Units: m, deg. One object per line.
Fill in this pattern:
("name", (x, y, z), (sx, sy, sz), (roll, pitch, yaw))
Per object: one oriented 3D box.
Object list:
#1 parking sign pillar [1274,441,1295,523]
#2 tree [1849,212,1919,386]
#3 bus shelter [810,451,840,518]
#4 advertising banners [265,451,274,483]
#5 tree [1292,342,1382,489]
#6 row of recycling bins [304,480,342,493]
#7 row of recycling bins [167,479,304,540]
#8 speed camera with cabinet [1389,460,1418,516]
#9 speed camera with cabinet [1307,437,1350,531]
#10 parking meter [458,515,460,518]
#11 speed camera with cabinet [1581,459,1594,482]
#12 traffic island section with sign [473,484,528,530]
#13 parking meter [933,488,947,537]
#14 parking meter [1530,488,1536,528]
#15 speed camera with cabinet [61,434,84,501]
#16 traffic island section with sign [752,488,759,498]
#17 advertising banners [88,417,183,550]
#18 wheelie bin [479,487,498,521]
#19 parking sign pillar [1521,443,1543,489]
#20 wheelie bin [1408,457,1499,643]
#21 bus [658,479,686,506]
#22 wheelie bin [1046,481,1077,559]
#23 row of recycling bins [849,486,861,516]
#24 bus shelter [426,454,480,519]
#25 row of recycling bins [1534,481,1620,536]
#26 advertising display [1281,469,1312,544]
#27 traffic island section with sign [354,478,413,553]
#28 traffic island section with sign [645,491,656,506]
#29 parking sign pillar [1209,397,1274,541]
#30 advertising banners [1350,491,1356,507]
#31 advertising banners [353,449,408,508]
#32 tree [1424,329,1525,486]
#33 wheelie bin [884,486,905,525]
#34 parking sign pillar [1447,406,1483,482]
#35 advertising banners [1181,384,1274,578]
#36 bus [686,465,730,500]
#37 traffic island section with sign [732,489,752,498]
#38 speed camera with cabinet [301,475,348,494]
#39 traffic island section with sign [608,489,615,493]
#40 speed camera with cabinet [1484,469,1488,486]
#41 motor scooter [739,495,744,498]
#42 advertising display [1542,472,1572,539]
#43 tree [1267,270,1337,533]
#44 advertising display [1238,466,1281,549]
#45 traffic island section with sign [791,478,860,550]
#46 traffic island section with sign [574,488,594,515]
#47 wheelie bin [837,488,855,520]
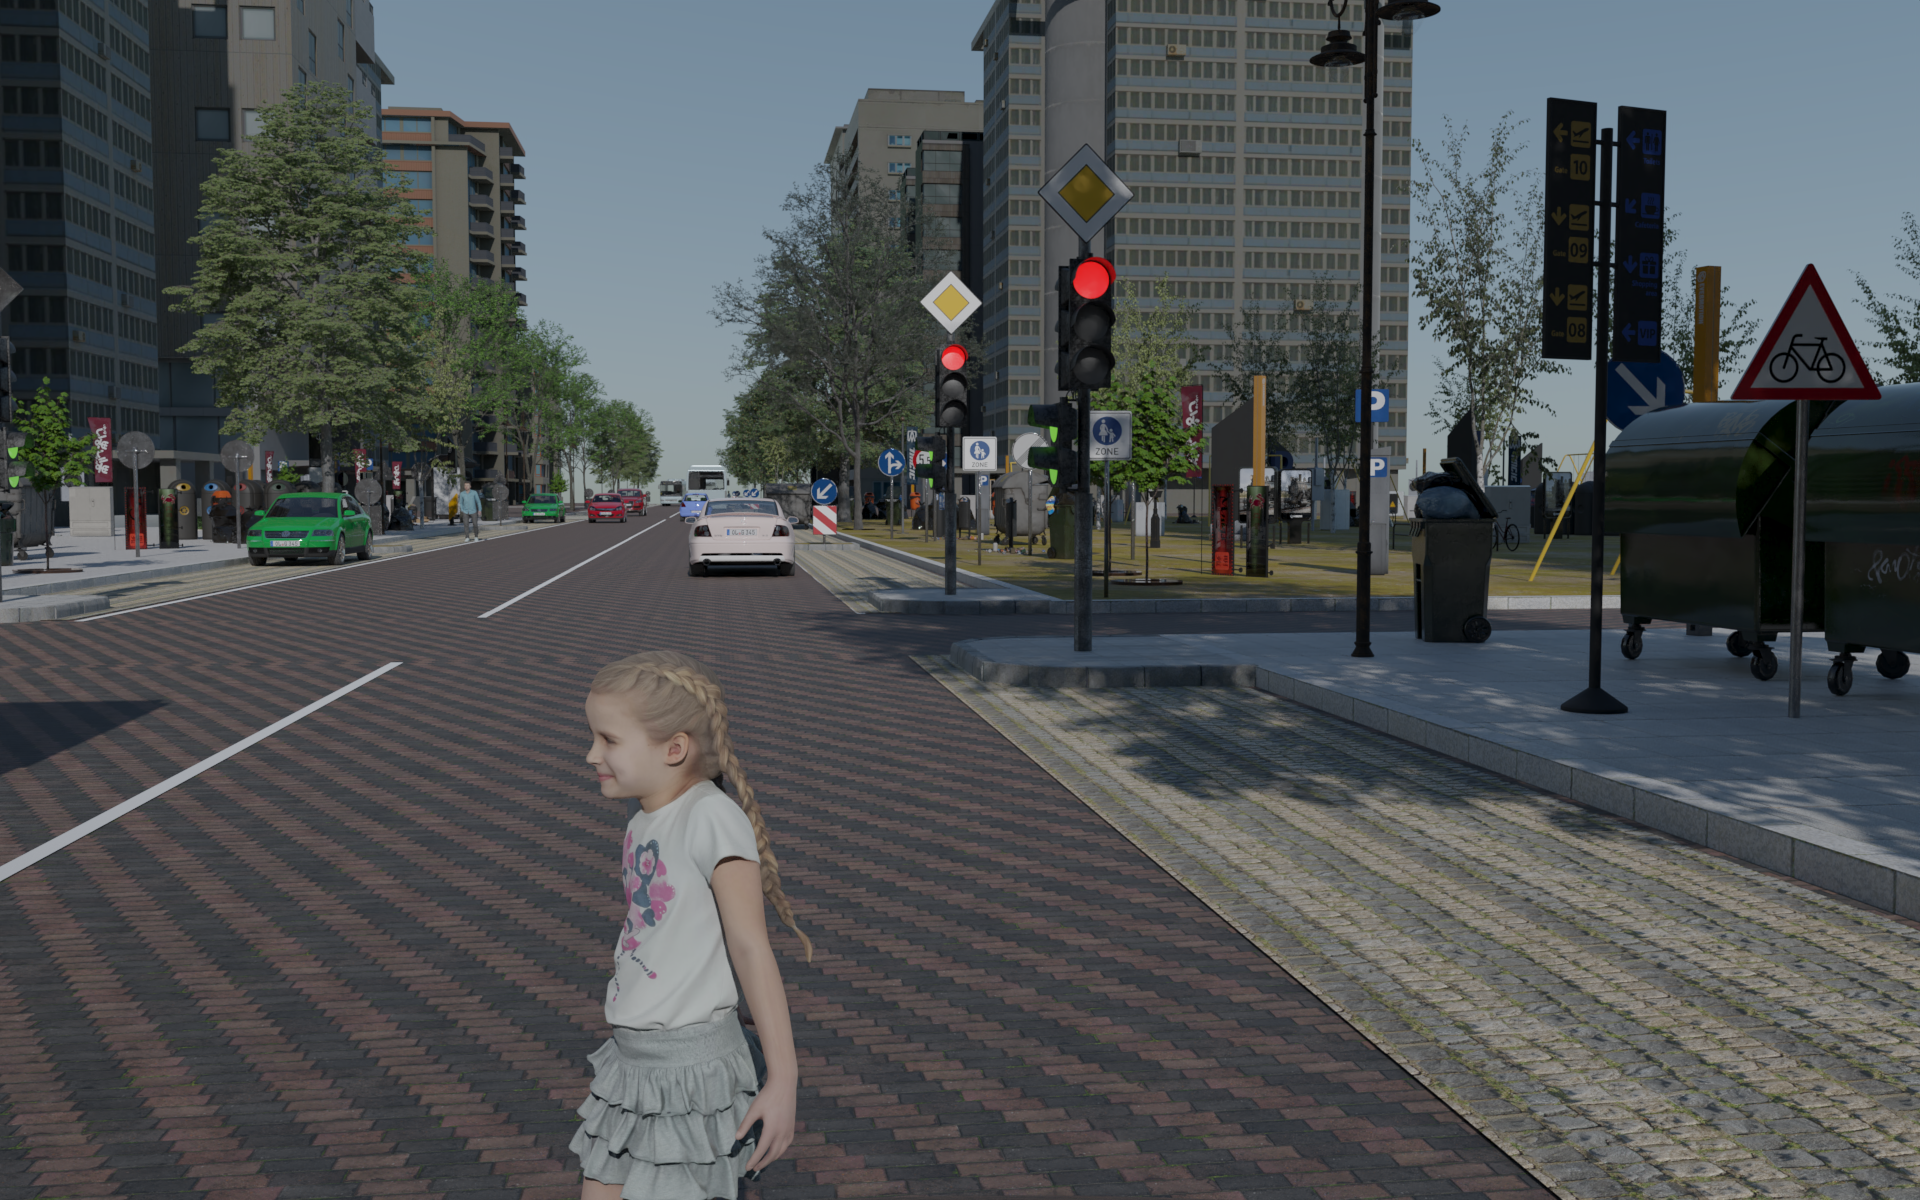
("parking sign pillar", (14.522, -5.495, 78.321), (1.447, 3.967, 1.447), (-2, 4, -29))
("tree", (24.829, -5.716, 43.817), (4.737, 8.622, 4.395), (0, 3, 0))
("bus shelter", (-7.138, -6.058, 90.331), (1.731, 3.624, 6.357), (-1, 4, -8))
("advertising banners", (-28.164, -4.477, 69.388), (0.090, 3.025, 2.074), (1, 4, 19))
("tree", (17.826, -7.976, 80.775), (4.737, 8.622, 4.395), (0, 3, 0))
("row of recycling bins", (-19.817, -2.719, 51.572), (1.069, 1.692, 3.534), (2, 4, 26))
("row of recycling bins", (-20.556, -2.550, 48.813), (3.534, 1.692, 1.069), (0, 4, -1))
("speed camera with cabinet", (25.816, -6.508, 100.737), (2.038, 3.252, 0.660), (2, 4, 32))
("speed camera with cabinet", (12.847, -4.074, 60.950), (2.038, 3.252, 0.660), (-3, 4, -37))
("parking meter", (-27.303, -5.223, 93.812), (0.372, 1.533, 0.369), (0, 3, 0))
("speed camera with cabinet", (26.072, -4.716, 71.443), (0.660, 3.252, 2.038), (2, 4, 28))
("traffic island section with sign", (-18.403, -3.719, 69.436), (1.989, 1.847, 2.006), (0, 4, -8))
("parking meter", (-0.625, -2.627, 51.366), (0.372, 1.533, 0.369), (0, 3, 0))
("parking meter", (21.793, -3.499, 65.624), (0.372, 1.533, 0.369), (0, 3, 0))
("speed camera with cabinet", (-29.708, -3.800, 56.464), (2.038, 3.252, 0.660), (-2, 4, -31))
("traffic island section with sign", (-7.455, -3.839, 71.400), (1.989, 1.847, 2.006), (0, 4, -8))
("advertising banners", (-18.998, -2.676, 39.933), (0.090, 3.025, 2.074), (3, 5, 41))
("wheelie bin", (-22.304, -4.523, 81.862), (0.980, 1.594, 0.693), (-3, 5, -41))
("parking sign pillar", (29.940, -6.274, 91.050), (1.447, 3.967, 1.447), (-1, 4, -23))
("wheelie bin", (4.283, -0.441, 15.124), (0.693, 1.594, 0.980), (0, 4, 3))
("bus", (-34.008, -12.904, 205.842), (2.948, 3.499, 13.247), (0, 4, -6))
("wheelie bin", (2.172, -1.611, 34.254), (0.980, 1.594, 0.693), (-3, 4, -38))
("row of recycling bins", (-5.789, -5.251, 92.967), (1.069, 1.692, 3.534), (0, 4, -3))
("bus shelter", (-26.273, -5.870, 89.902), (2.014, 3.302, 5.546), (-1, 4, -8))
("row of recycling bins", (19.486, -2.890, 54.362), (1.069, 1.692, 3.534), (-2, 4, -29))
("advertising display", (8.602, -2.403, 44.497), (0.974, 1.923, 0.123), (-1, 4, -23))
("traffic island section with sign", (-14.581, -2.077, 42.588), (1.989, 1.847, 2.006), (0, 4, -8))
("traffic island section with sign", (-40.983, -13.415, 227.960), (1.989, 1.847, 2.006), (0, 4, -8))
("parking sign pillar", (7.580, -3.616, 47.587), (1.447, 3.967, 1.447), (2, 4, 30))
("advertising banners", (20.325, -5.729, 89.861), (2.074, 3.025, 0.090), (-1, 4, -22))
("advertising banners", (-22.335, -4.316, 66.748), (2.074, 3.025, 0.090), (0, 3, 0))
("tree", (21.838, -7.471, 72.520), (4.737, 8.622, 4.395), (0, 3, 0))
("wheelie bin", (-2.677, -3.852, 70.881), (0.980, 1.594, 0.693), (2, 4, 24))
("parking sign pillar", (15.596, -3.980, 53.551), (1.447, 3.967, 1.447), (-1, 4, -18))
("advertising banners", (4.162, -1.897, 27.201), (0.090, 3.025, 2.074), (-2, 4, -35))
("bus", (-17.084, -7.488, 117.281), (2.948, 3.499, 13.247), (0, 4, -8))
("traffic island section with sign", (-18.202, -8.461, 146.964), (1.989, 1.847, 2.006), (0, 4, -8))
("speed camera with cabinet", (-30.366, -5.407, 82.742), (2.038, 3.252, 0.660), (-3, 4, -37))
("traffic island section with sign", (-29.331, -8.408, 146.093), (1.989, 1.847, 2.006), (0, 4, -8))
("speed camera with cabinet", (18.358, -4.026, 60.156), (2.038, 3.252, 0.660), (-2, 4, -33))
("motor scooter", (-27.422, -12.499, 217.132), (0.815, 1.314, 1.986), (-1, 4, -10))
("advertising display", (17.088, -2.713, 49.571), (0.974, 1.923, 0.123), (-1, 4, -22))
("tree", (12.250, -6.489, 56.451), (4.360, 8.622, 3.978), (0, 3, 0))
("advertising display", (6.996, -2.170, 40.696), (0.974, 1.923, 0.123), (3, 4, 37))
("traffic island section with sign", (-3.654, -2.207, 44.713), (1.989, 1.847, 2.006), (0, 4, -8))
("traffic island section with sign", (-25.534, -6.775, 119.406), (1.989, 1.847, 2.006), (0, 4, -8))
("wheelie bin", (-5.614, -4.710, 84.910), (0.980, 1.594, 0.693), (-2, 4, -29))
